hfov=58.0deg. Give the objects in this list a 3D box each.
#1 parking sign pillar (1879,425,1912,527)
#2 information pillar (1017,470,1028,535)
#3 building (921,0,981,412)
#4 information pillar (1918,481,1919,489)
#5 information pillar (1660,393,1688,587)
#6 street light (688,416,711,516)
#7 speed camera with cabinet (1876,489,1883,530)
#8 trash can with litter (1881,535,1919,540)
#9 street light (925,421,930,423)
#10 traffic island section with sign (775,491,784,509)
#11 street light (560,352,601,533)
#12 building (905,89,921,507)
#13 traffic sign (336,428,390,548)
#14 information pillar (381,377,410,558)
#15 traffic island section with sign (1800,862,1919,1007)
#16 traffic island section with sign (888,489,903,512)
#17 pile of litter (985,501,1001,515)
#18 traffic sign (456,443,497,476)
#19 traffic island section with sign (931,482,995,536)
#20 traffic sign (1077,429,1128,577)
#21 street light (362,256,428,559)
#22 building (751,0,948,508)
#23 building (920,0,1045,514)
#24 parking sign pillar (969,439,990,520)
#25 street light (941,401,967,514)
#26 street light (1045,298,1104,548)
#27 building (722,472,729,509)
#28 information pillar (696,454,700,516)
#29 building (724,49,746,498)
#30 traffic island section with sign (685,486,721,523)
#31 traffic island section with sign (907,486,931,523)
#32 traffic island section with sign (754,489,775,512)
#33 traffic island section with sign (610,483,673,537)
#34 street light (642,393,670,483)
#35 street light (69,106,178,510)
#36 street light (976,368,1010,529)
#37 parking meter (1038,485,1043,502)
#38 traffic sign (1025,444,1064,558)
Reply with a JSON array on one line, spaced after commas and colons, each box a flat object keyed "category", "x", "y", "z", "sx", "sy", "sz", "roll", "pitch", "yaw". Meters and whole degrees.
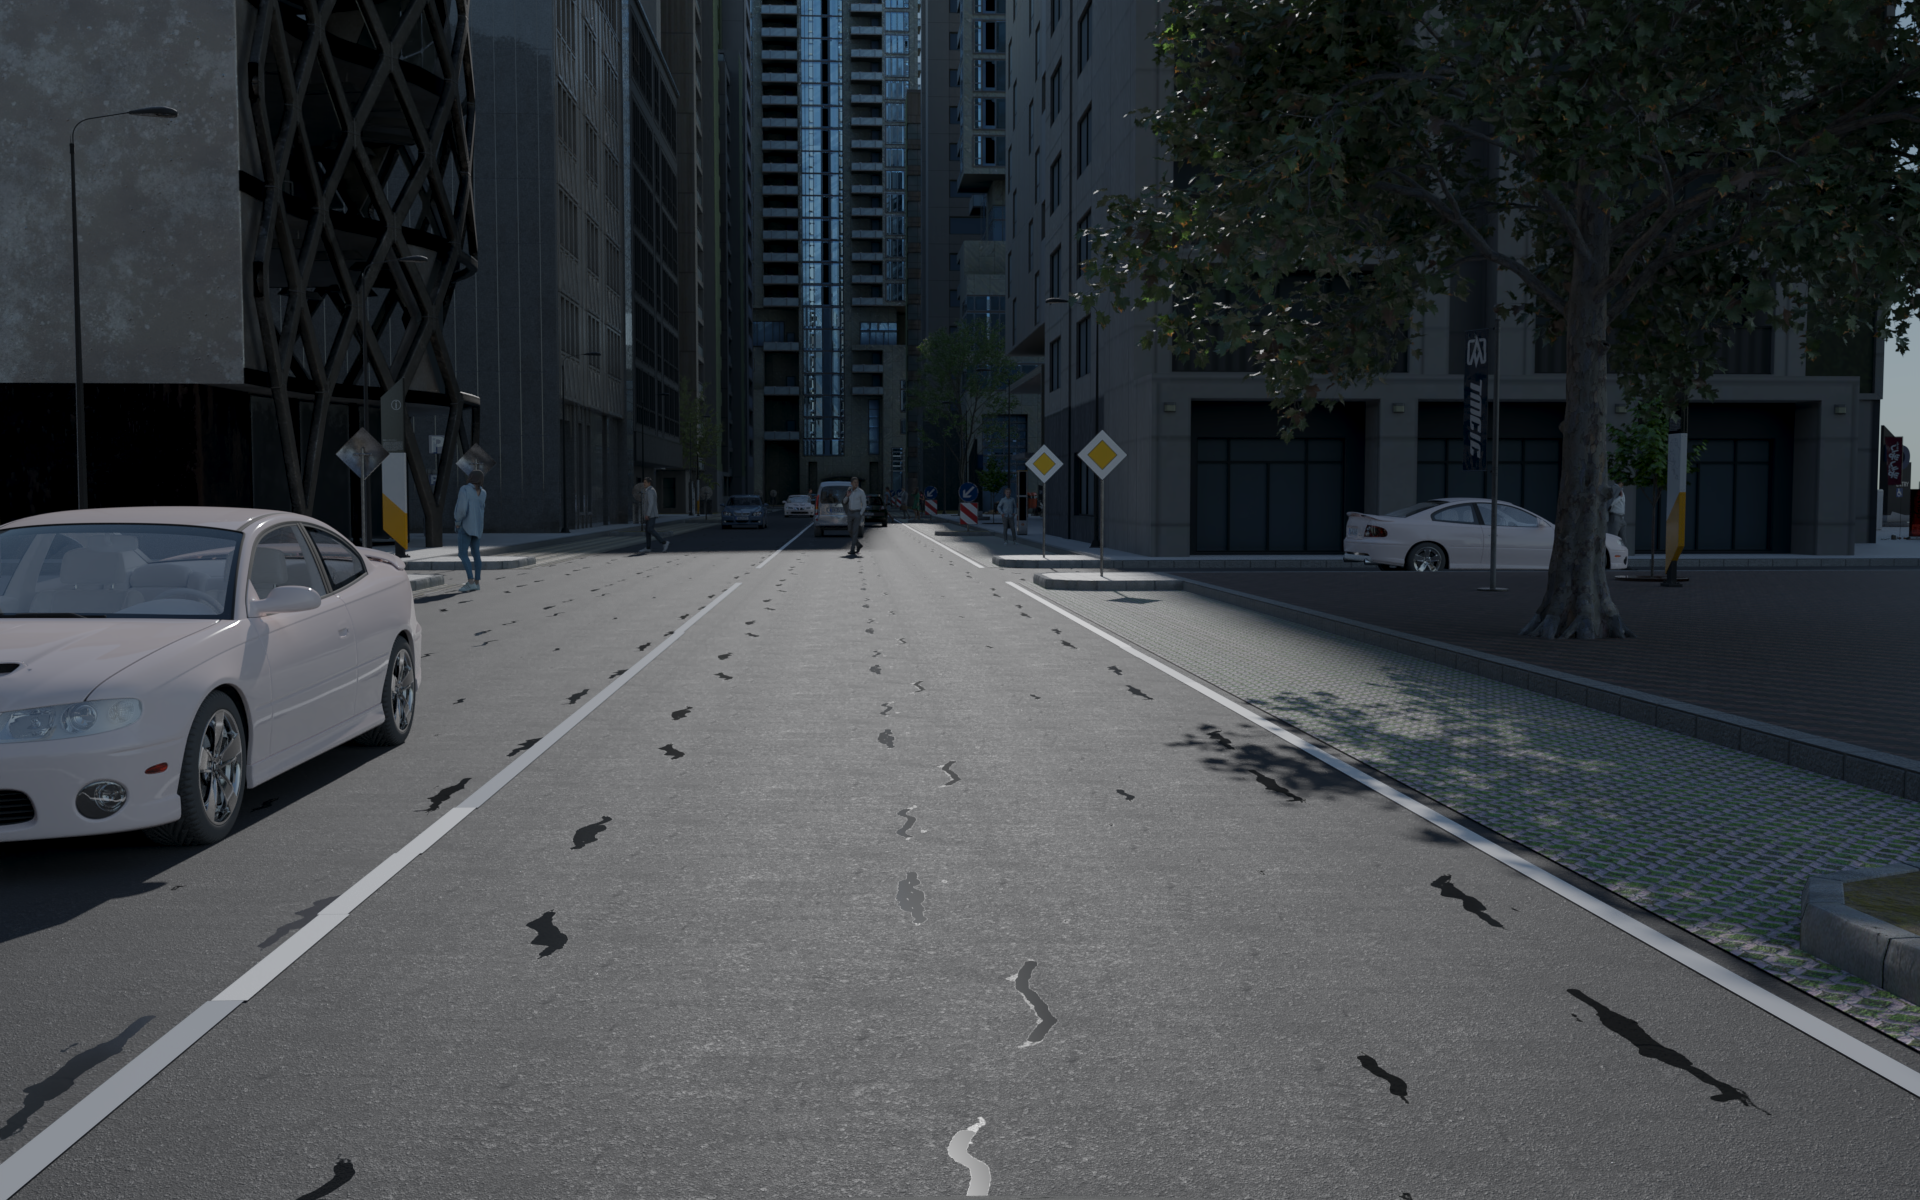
[{"category": "parking sign pillar", "x": 36.609, "y": -4.852, "z": 67.794, "sx": 1.447, "sy": 3.967, "sz": 1.447, "roll": -2, "pitch": 4, "yaw": -25}, {"category": "information pillar", "x": 1.932, "y": -3.023, "z": 53.916, "sx": 0.304, "sy": 2.012, "sz": 0.304, "roll": 0, "pitch": 4, "yaw": -6}, {"category": "building", "x": 6.931, "y": -37.648, "z": 157.545, "sx": 21.231, "sy": 58.520, "sz": 28.212, "roll": 0, "pitch": 4, "yaw": -4}, {"category": "information pillar", "x": 55.753, "y": -5.868, "z": 100.441, "sx": 0.304, "sy": 2.012, "sz": 0.304, "roll": 2, "pitch": 4, "yaw": 24}, {"category": "information pillar", "x": 9.858, "y": -1.985, "z": 23.816, "sx": 0.183, "sy": 3.616, "sz": 0.504, "roll": 0, "pitch": 4, "yaw": 3}, {"category": "street light", "x": -15.397, "y": -7.950, "z": 102.530, "sx": 1.470, "sy": 5.913, "sz": 1.316, "roll": 0, "pitch": 4, "yaw": -4}, {"category": "speed camera with cabinet", "x": 31.741, "y": -4.076, "z": 60.973, "sx": 2.038, "sy": 3.252, "sz": 0.660, "roll": -3, "pitch": 4, "yaw": -36}, {"category": "trash can with litter", "x": 26.878, "y": -2.306, "z": 48.754, "sx": 2.233, "sy": 1.210, "sz": 1.678, "roll": 0, "pitch": 4, "yaw": -4}, {"category": "street light", "x": -1.532, "y": -8.402, "z": 109.918, "sx": 1.470, "sy": 5.913, "sz": 1.316, "roll": 0, "pitch": 4, "yaw": -4}, {"category": "traffic island section with sign", "x": -17.571, "y": -9.496, "z": 163.884, "sx": 1.989, "sy": 1.847, "sz": 2.006, "roll": 0, "pitch": 4, "yaw": -4}, {"category": "street light", "x": -12.424, "y": -5.149, "z": 56.724, "sx": 1.470, "sy": 5.913, "sz": 1.316, "roll": 0, "pitch": 4, "yaw": -4}, {"category": "building", "x": 1.344, "y": -30.296, "z": 178.940, "sx": 14.154, "sy": 41.232, "sz": 14.086, "roll": 0, "pitch": 4, "yaw": -4}, {"category": "traffic sign", "x": -9.021, "y": -1.379, "z": 26.192, "sx": 0.795, "sy": 2.450, "sz": 0.064, "roll": 0, "pitch": 4, "yaw": -4}, {"category": "information pillar", "x": -11.360, "y": -2.658, "z": 34.807, "sx": 0.504, "sy": 3.616, "sz": 0.183, "roll": 0, "pitch": 4, "yaw": 6}, {"category": "traffic island section with sign", "x": 3.643, "y": 0.222, "z": 4.998, "sx": 1.989, "sy": 1.847, "sz": 2.006, "roll": 0, "pitch": 4, "yaw": -4}, {"category": "traffic island section with sign", "x": -4.848, "y": -7.848, "z": 136.946, "sx": 1.989, "sy": 1.847, "sz": 2.006, "roll": 0, "pitch": 4, "yaw": -4}, {"category": "pile of litter", "x": 2.081, "y": -5.796, "z": 108.722, "sx": 1.176, "sy": 0.858, "sz": 1.719, "roll": 1, "pitch": 4, "yaw": 16}, {"category": "traffic sign", "x": -9.533, "y": -1.867, "z": 34.161, "sx": 0.795, "sy": 2.450, "sz": 0.064, "roll": 0, "pitch": 4, "yaw": -4}, {"category": "traffic island section with sign", "x": 0.134, "y": -3.111, "z": 59.487, "sx": 1.989, "sy": 1.847, "sz": 2.006, "roll": 0, "pitch": 4, "yaw": -4}, {"category": "traffic sign", "x": 2.202, "y": -1.422, "z": 26.891, "sx": 0.795, "sy": 2.450, "sz": 0.064, "roll": 0, "pitch": 4, "yaw": -4}, {"category": "street light", "x": -11.065, "y": -3.752, "z": 33.880, "sx": 1.470, "sy": 5.913, "sz": 1.316, "roll": 0, "pitch": 4, "yaw": -4}, {"category": "building", "x": -17.770, "y": -54.430, "z": 202.601, "sx": 31.000, "sy": 86.520, "sz": 22.319, "roll": 0, "pitch": 4, "yaw": -4}, {"category": "building", "x": 8.602, "y": -49.783, "z": 126.625, "sx": 22.319, "sy": 86.520, "sz": 31.000, "roll": 0, "pitch": 4, "yaw": -4}, {"category": "parking sign pillar", "x": 0.767, "y": -5.902, "z": 84.975, "sx": 1.447, "sy": 3.967, "sz": 1.447, "roll": -1, "pitch": 4, "yaw": -13}, {"category": "street light", "x": -0.222, "y": -6.996, "z": 86.919, "sx": 1.470, "sy": 5.913, "sz": 1.316, "roll": 0, "pitch": 4, "yaw": -4}, {"category": "street light", "x": 2.723, "y": -4.202, "z": 41.246, "sx": 1.470, "sy": 5.913, "sz": 1.316, "roll": 0, "pitch": 4, "yaw": -4}, {"category": "building", "x": -34.549, "y": -27.032, "z": 133.857, "sx": 32.217, "sy": 40.220, "sz": 23.993, "roll": 0, "pitch": 4, "yaw": -4}, {"category": "information pillar", "x": -15.320, "y": -6.725, "z": 101.301, "sx": 0.183, "sy": 3.616, "sz": 0.504, "roll": 0, "pitch": 4, "yaw": -4}, {"category": "building", "x": -26.728, "y": -28.793, "z": 154.356, "sx": 14.154, "sy": 41.232, "sz": 14.086, "roll": 0, "pitch": 4, "yaw": -4}, {"category": "traffic island section with sign", "x": -12.551, "y": -4.728, "z": 85.930, "sx": 1.989, "sy": 1.847, "sz": 2.006, "roll": 0, "pitch": 4, "yaw": -4}, {"category": "traffic island section with sign", "x": -1.595, "y": -4.756, "z": 86.386, "sx": 1.989, "sy": 1.847, "sz": 2.006, "roll": 0, "pitch": 4, "yaw": -4}, {"category": "traffic island section with sign", "x": -15.807, "y": -7.824, "z": 136.544, "sx": 1.989, "sy": 1.847, "sz": 2.006, "roll": 0, "pitch": 4, "yaw": -4}, {"category": "traffic island section with sign", "x": -10.823, "y": -3.083, "z": 59.030, "sx": 1.989, "sy": 1.847, "sz": 2.006, "roll": 0, "pitch": 4, "yaw": -4}, {"category": "street light", "x": -14.040, "y": -6.553, "z": 79.686, "sx": 1.470, "sy": 5.913, "sz": 1.316, "roll": 0, "pitch": 4, "yaw": -4}, {"category": "street light", "x": -10.071, "y": -2.956, "z": 20.878, "sx": 1.470, "sy": 5.913, "sz": 1.316, "roll": 0, "pitch": 4, "yaw": -4}, {"category": "street light", "x": 1.277, "y": -5.599, "z": 64.084, "sx": 1.470, "sy": 5.913, "sz": 1.316, "roll": 0, "pitch": 4, "yaw": -4}, {"category": "parking meter", "x": 5.068, "y": -6.227, "z": 107.524, "sx": 0.399, "sy": 1.863, "sz": 0.255, "roll": 1, "pitch": 4, "yaw": 16}, {"category": "traffic sign", "x": 1.689, "y": -1.909, "z": 34.859, "sx": 0.795, "sy": 2.450, "sz": 0.064, "roll": 0, "pitch": 4, "yaw": -4}]
